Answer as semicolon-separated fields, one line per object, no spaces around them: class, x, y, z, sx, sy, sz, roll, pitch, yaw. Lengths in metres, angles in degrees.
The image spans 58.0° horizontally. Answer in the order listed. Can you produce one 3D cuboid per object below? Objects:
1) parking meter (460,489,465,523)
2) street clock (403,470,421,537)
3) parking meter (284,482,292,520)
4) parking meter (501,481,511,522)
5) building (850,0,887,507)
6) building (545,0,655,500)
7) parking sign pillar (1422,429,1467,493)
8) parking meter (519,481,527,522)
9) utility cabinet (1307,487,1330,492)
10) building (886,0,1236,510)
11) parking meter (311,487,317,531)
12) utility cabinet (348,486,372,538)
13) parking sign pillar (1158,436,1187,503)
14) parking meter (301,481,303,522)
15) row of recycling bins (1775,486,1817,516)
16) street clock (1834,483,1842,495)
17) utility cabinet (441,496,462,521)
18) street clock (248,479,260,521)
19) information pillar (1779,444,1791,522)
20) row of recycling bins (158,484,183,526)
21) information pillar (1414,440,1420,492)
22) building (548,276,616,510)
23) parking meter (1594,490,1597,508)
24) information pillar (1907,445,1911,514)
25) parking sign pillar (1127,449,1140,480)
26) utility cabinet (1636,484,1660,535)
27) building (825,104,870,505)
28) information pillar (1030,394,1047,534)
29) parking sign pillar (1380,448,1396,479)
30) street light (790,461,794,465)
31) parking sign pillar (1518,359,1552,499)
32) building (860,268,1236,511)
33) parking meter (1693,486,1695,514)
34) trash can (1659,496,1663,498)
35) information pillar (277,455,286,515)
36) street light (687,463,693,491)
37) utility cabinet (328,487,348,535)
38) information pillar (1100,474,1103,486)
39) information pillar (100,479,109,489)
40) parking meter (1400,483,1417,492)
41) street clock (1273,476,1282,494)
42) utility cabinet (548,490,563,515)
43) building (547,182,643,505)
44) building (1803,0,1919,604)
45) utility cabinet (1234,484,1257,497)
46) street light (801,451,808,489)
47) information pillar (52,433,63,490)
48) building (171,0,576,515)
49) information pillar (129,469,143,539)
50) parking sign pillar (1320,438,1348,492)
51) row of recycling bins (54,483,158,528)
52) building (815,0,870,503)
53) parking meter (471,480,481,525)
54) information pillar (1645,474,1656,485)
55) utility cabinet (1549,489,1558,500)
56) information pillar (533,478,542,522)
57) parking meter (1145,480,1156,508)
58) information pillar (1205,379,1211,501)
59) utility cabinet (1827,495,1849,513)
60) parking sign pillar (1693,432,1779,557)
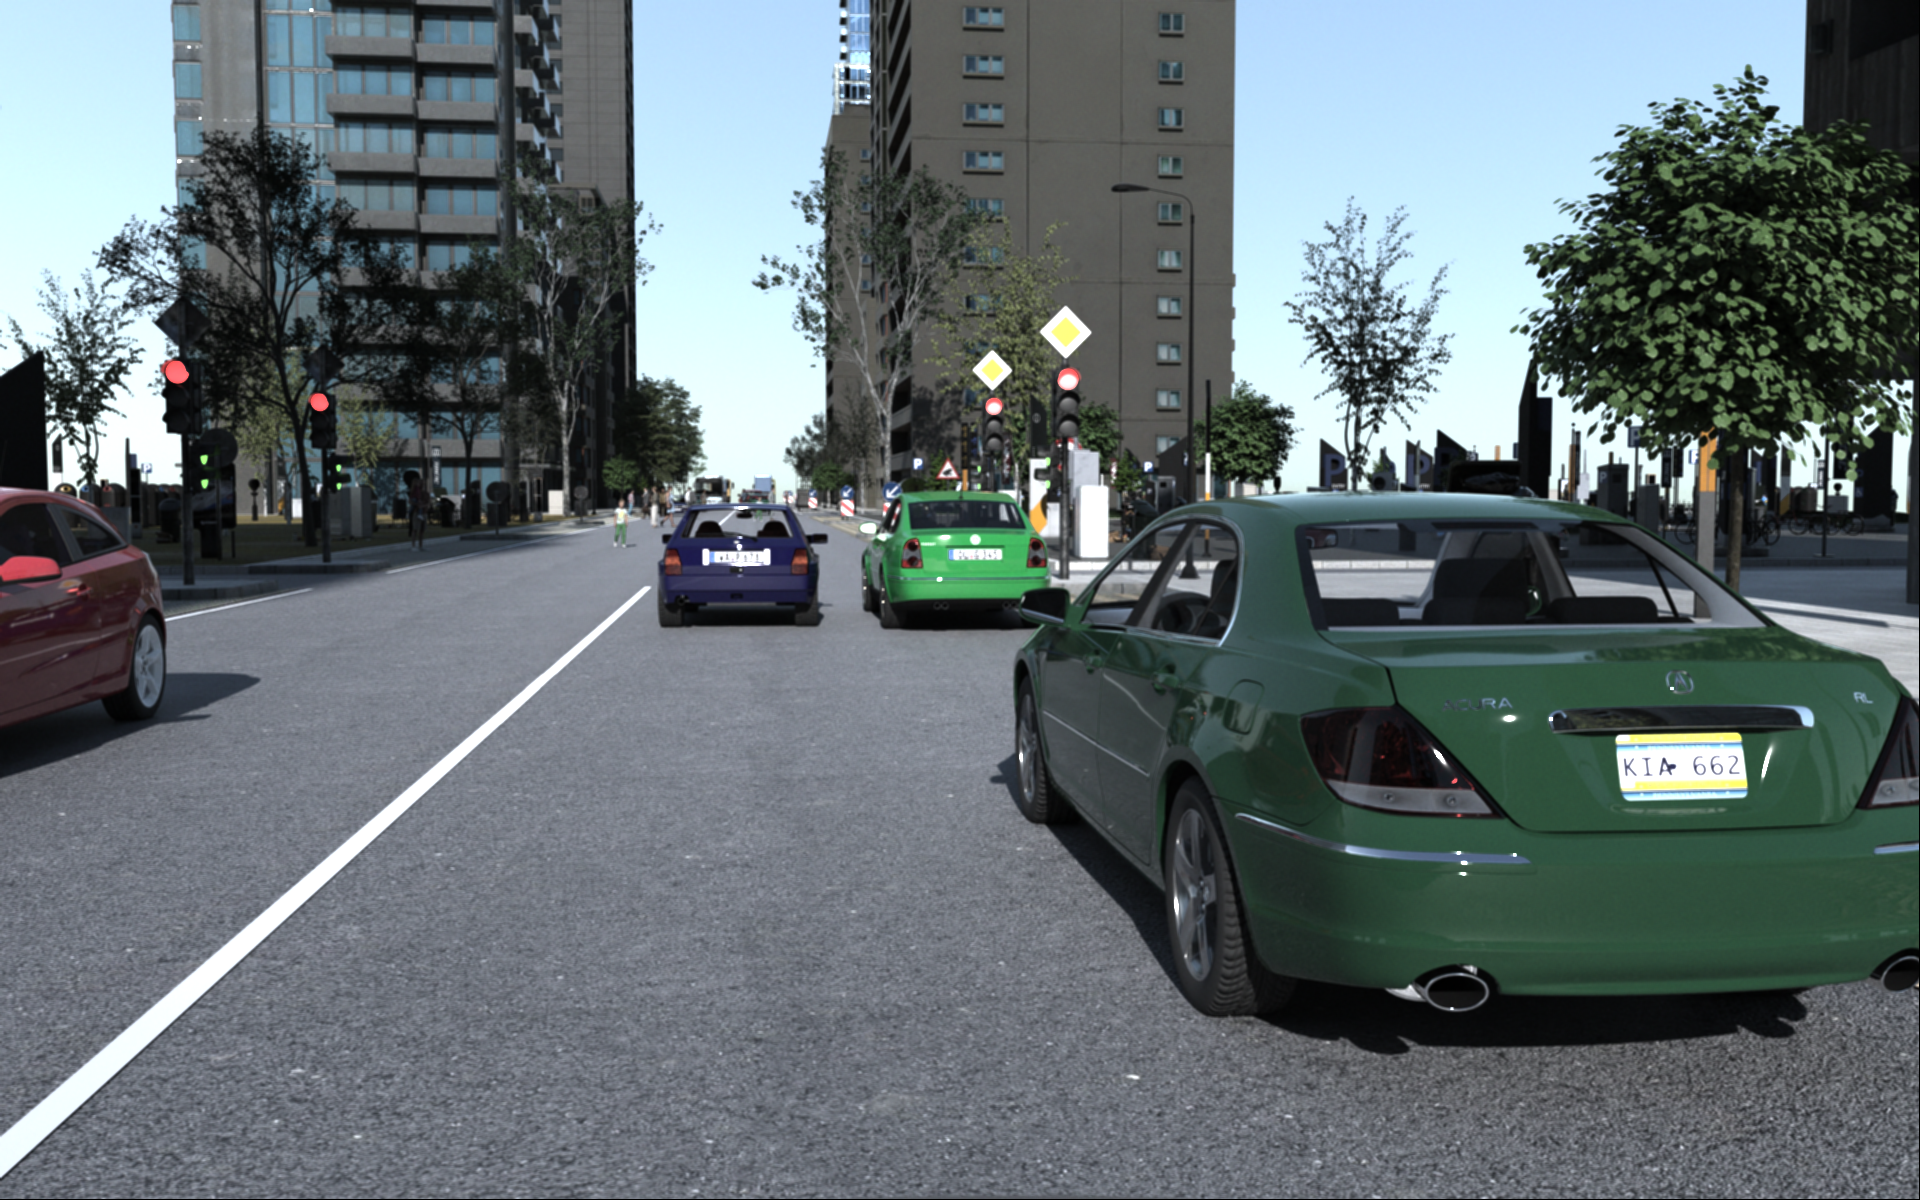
parking meter;-21.616;-4.110;75.609;0.372;1.533;0.369;0;3;0
street clock;-16.466;-2.905;52.059;0.471;2.002;0.358;0;4;-4
parking meter;-32.972;-4.849;84.994;0.255;1.863;0.399;0;4;3
parking meter;-20.541;-4.442;78.331;0.399;1.863;0.255;1;4;13
building;-0.237;-44.835;171.302;20.563;71.187;20.611;0;4;-7
building;-50.502;-48.074;224.261;20.563;71.187;20.611;0;4;-7
parking sign pillar;20.271;-5.091;71.716;1.447;3.967;1.447;3;5;45
parking meter;-19.853;-4.466;78.730;0.255;1.863;0.399;0;4;0
utility cabinet;11.179;-2.771;53.977;0.318;1.500;1.173;2;4;33
building;6.286;-30.454;121.622;21.300;48.544;21.600;0;4;-7
parking meter;-22.458;-3.147;59.870;0.372;1.533;0.369;0;3;0
utility cabinet;-17.551;-2.577;50.805;0.318;1.500;1.173;-2;4;-34
parking sign pillar;9.841;-5.608;80.164;1.447;3.967;1.447;0;4;2
parking meter;-29.647;-4.459;78.613;0.255;1.863;0.399;2;4;24
row of recycling bins;45.931;-5.412;95.596;1.069;1.692;3.534;-1;4;-11
street clock;58.211;-6.747;114.887;0.358;2.002;0.471;-1;4;-21
utility cabinet;-22.262;-3.957;75.865;0.306;1.237;1.020;2;4;24
street clock;-33.797;-4.796;82.981;0.358;2.002;0.471;2;4;33
information pillar;38.367;-5.454;80.524;0.183;3.616;0.504;-2;4;-25
row of recycling bins;-32.309;-3.840;69.902;1.069;1.692;3.534;0;4;1
information pillar;19.758;-5.109;74.895;0.183;3.616;0.504;2;4;35
building;-45.220;-18.673;150.337;27.650;21.520;28.899;0;4;-7
parking meter;25.074;-3.640;67.918;0.372;1.533;0.369;0;3;0
information pillar;44.292;-5.470;80.792;0.183;3.616;0.504;1;4;18
parking sign pillar;10.158;-6.980;102.602;1.447;3.967;1.447;-2;4;-27
utility cabinet;15.196;-1.813;38.323;0.318;1.500;1.173;1;4;13
building;-5.432;-36.026;212.723;21.300;48.544;21.600;0;4;-7
information pillar;1.830;-3.017;40.682;0.504;3.616;0.183;-3;4;-39
parking sign pillar;25.287;-6.966;102.368;1.447;3.967;1.447;3;5;39
street light;-22.855;-16.583;243.670;1.470;5.913;1.316;0;4;-7
parking sign pillar;11.674;-2.862;35.258;1.447;3.967;1.447;1;4;9
building;6.148;-18.572;148.693;27.650;21.520;28.899;0;4;-7
parking meter;46.001;-6.268;108.191;0.399;1.863;0.255;0;4;3
trash can;46.457;-6.334;115.210;0.748;1.137;0.748;0;3;0
information pillar;-40.891;-6.915;104.420;0.504;3.616;0.183;-3;5;-40
street light;-37.766;-16.186;237.183;1.470;5.913;1.316;0;4;-7
utility cabinet;-19.323;-2.762;53.830;0.318;1.500;1.173;-3;5;-41
information pillar;5.984;-5.000;73.106;0.183;3.616;0.504;0;4;1
information pillar;-42.186;-4.950;85.430;0.304;2.012;0.304;0;4;-8
parking meter;10.172;-1.891;39.331;0.372;1.533;0.369;0;3;0
street clock;12.973;-4.054;70.852;0.358;2.002;0.471;1;4;19
utility cabinet;-24.287;-5.883;104.859;1.173;1.500;0.318;0;4;3
building;-53.905;-31.224;202.386;32.217;40.220;23.993;0;4;-7
building;16.749;-15.011;17.132;14.160;30.474;14.107;0;4;-7
utility cabinet;6.197;-1.766;37.561;0.318;1.500;1.173;0;4;0
street light;-15.869;-12.976;184.698;1.470;5.913;1.316;0;4;-7
information pillar;-34.838;-4.622;66.920;0.504;3.616;0.183;2;4;27
building;-39.953;-30.623;120.292;23.786;49.044;30.456;0;4;-7
information pillar;-23.741;-2.776;49.884;0.304;2.012;0.304;-1;4;-22
parking sign pillar;18.133;-5.845;84.037;1.447;3.967;1.447;-1;4;-15
row of recycling bins;-32.307;-3.552;65.182;3.534;1.692;1.069;0;4;2
building;-9.527;-57.438;251.787;22.319;86.520;31.000;0;4;-7
parking meter;-20.375;-4.106;72.850;0.255;1.863;0.399;1;4;18
information pillar;25.500;-3.639;63.989;0.304;2.012;0.304;0;4;5
utility cabinet;28.074;-4.484;81.987;1.173;1.500;0.318;1;4;21
information pillar;-19.520;-4.624;80.101;0.304;2.012;0.304;-2;4;-35
parking meter;7.927;-4.059;72.081;0.399;1.863;0.255;1;4;18
information pillar;5.030;-2.680;35.173;0.183;3.616;0.504;0;4;7
utility cabinet;40.864;-4.257;80.770;0.306;1.237;1.020;-2;4;-30
parking sign pillar;16.072;-2.906;35.983;1.447;3.967;1.447;1;4;18
